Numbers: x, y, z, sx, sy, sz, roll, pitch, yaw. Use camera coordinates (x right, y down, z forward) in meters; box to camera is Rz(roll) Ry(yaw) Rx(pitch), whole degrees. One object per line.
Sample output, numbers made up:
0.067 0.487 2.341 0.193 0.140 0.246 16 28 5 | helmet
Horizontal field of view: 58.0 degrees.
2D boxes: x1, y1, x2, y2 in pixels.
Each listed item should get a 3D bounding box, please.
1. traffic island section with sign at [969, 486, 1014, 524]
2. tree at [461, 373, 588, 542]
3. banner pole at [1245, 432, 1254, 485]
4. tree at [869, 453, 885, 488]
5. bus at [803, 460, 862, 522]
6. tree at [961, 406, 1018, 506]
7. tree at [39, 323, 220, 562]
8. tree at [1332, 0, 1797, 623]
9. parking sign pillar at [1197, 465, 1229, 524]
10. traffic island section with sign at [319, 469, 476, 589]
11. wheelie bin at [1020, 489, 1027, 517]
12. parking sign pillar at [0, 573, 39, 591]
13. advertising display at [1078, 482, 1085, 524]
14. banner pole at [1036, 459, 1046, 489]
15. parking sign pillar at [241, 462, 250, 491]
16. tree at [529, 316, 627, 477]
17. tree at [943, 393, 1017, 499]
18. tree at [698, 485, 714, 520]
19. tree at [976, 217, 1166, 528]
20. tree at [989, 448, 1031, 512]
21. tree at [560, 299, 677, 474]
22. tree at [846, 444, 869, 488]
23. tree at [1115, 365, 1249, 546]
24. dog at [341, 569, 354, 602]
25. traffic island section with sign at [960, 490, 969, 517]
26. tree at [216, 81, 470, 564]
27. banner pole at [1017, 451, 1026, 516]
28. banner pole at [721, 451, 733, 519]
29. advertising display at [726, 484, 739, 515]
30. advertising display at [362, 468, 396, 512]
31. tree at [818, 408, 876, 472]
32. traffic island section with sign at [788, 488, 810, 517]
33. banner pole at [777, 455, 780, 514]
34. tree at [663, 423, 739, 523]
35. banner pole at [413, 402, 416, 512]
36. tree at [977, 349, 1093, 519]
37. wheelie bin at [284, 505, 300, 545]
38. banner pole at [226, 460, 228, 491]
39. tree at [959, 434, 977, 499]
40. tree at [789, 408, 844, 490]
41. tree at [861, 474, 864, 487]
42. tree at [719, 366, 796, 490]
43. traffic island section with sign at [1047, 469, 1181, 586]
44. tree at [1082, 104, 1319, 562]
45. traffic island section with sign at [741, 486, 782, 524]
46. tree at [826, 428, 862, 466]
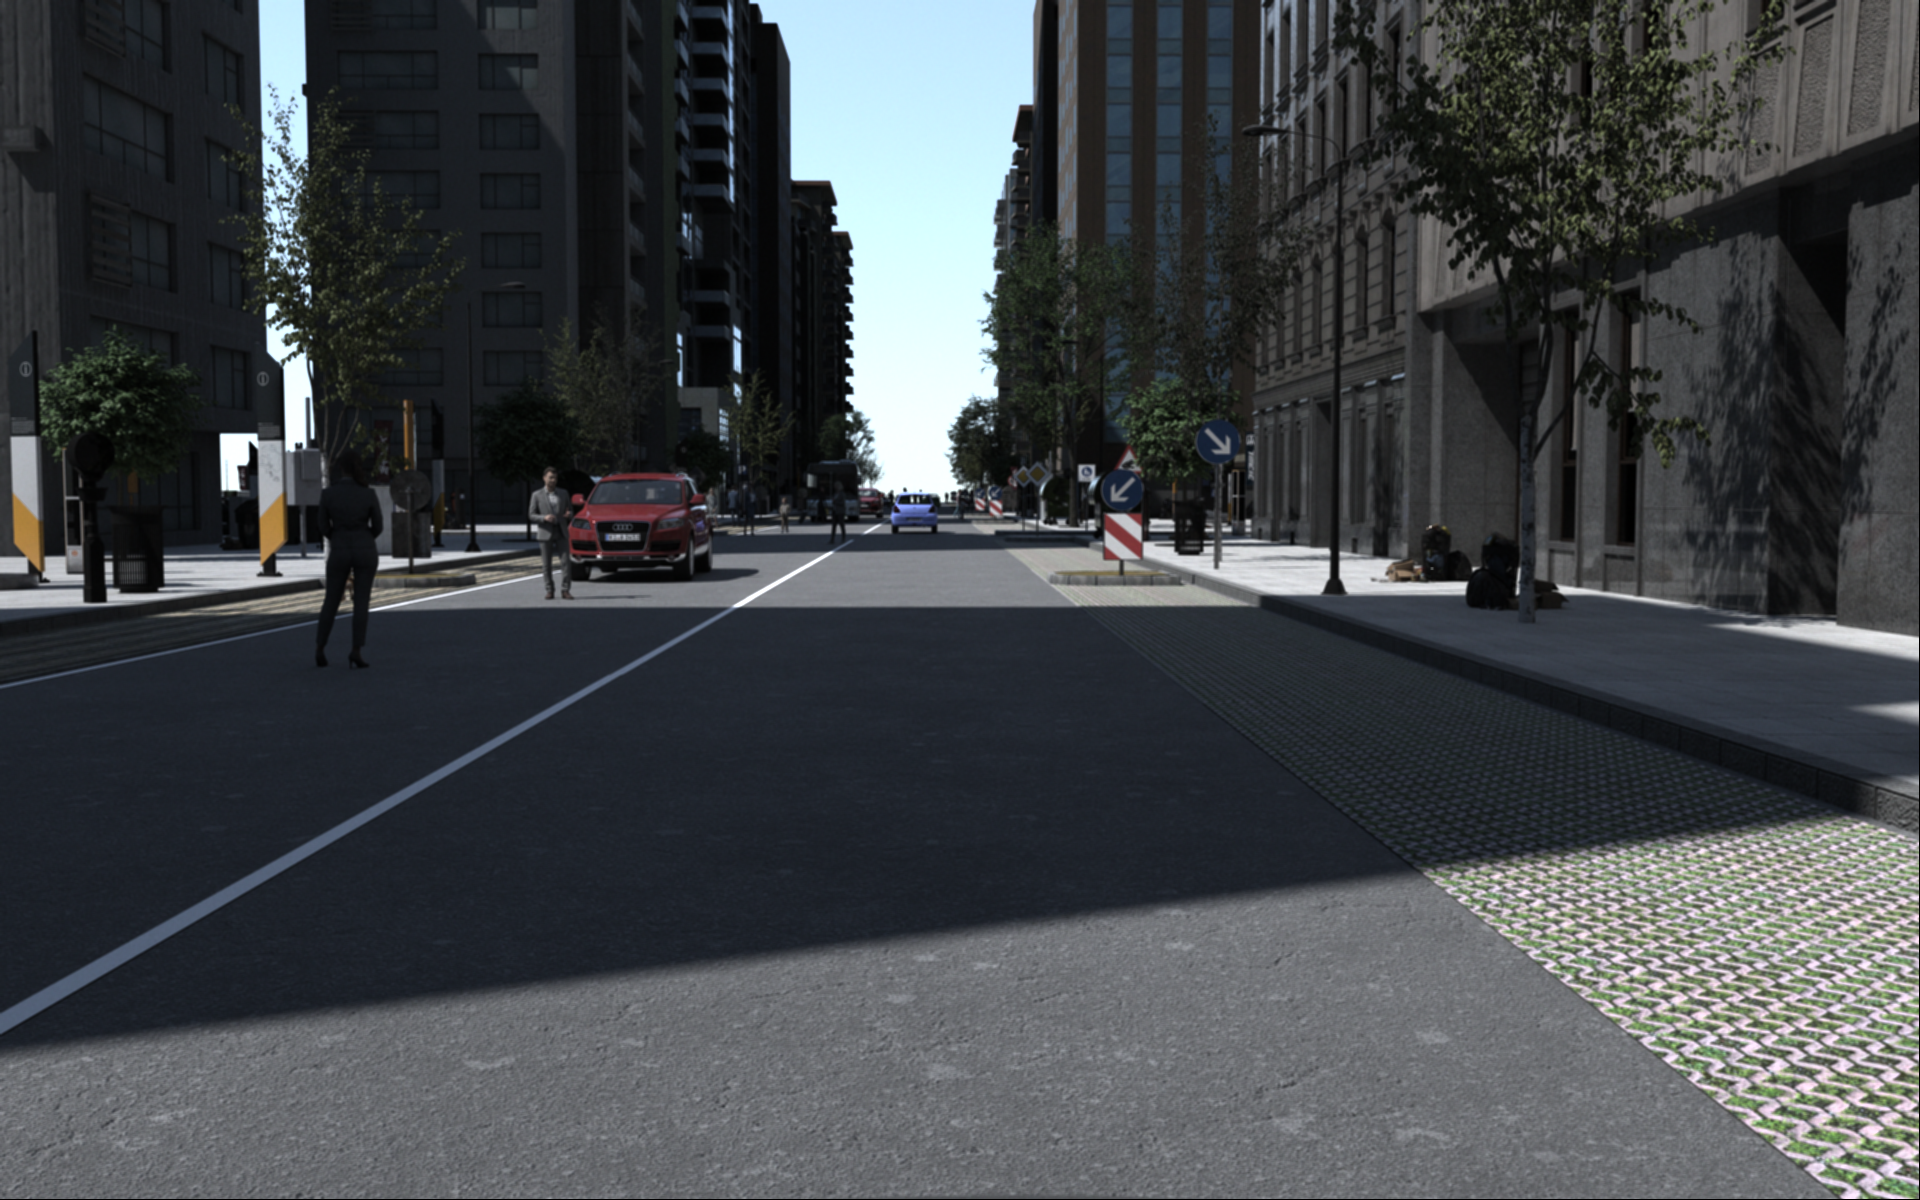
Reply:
1.571 -4.543 82.904 1.989 1.847 2.006 0 4 -1 | traffic island section with sign
-11.844 -3.877 47.103 4.285 4.588 4.351 0 3 0 | tree
10.358 -4.334 60.877 0.863 3.779 0.401 3 5 43 | banner pole
-14.520 -18.949 260.174 4.360 8.622 3.978 0 3 0 | tree
-6.628 -5.958 92.266 2.948 3.499 13.247 0 4 -3 | bus
2.938 -11.834 143.845 4.360 8.622 3.978 0 3 0 | tree
-16.121 -3.040 33.417 4.285 4.588 4.351 0 3 0 | tree
5.634 -4.065 16.826 4.737 8.622 4.395 0 3 0 | tree
11.079 -5.344 75.842 1.447 3.967 1.447 -1 4 -15 | parking sign pillar
-8.693 -1.126 27.044 1.989 1.847 2.006 0 4 -1 | traffic island section with sign
3.709 -5.412 96.400 0.693 1.594 0.980 0 4 4 | wheelie bin
-13.280 -2.131 23.315 1.447 3.967 1.447 -2 4 -26 | parking sign pillar
5.286 -4.286 75.283 0.123 1.923 0.974 1 4 13 | advertising display
5.375 -7.581 113.966 0.863 3.779 0.401 0 4 3 | banner pole
-53.684 -8.678 130.356 1.447 3.967 1.447 0 4 -2 | parking sign pillar
-15.603 -7.387 71.141 4.737 8.622 4.395 0 3 0 | tree
2.768 -19.094 218.839 9.857 13.997 8.962 0 3 0 | tree
-12.764 -5.560 85.515 1.663 3.219 1.824 0 3 0 | tree
4.207 -8.577 65.986 9.928 11.665 9.643 0 3 0 | tree
3.681 -8.535 123.256 4.285 4.588 4.351 0 3 0 | tree
-12.646 -6.982 64.513 4.360 8.622 3.978 0 3 0 | tree
-14.710 -17.310 233.375 4.360 8.622 3.978 0 3 0 | tree
5.479 -3.622 42.929 4.285 4.588 4.351 0 3 0 | tree
-8.165 -0.232 23.075 0.540 0.507 0.406 2 4 25 | dog
1.146 -6.220 110.330 1.989 1.847 2.006 0 4 -1 | traffic island section with sign
-11.401 -4.961 31.471 4.737 8.622 4.395 0 3 0 | tree
3.526 -6.715 99.799 0.863 3.779 0.401 3 5 43 | banner pole
-11.902 -6.007 88.235 0.863 3.779 0.401 1 4 18 | banner pole
-13.906 -6.155 105.847 0.123 1.923 0.974 3 5 39 | advertising display
-14.410 -2.293 42.706 0.974 1.923 0.123 0 4 5 | advertising display
-13.580 -17.273 208.169 9.928 11.665 9.643 0 3 0 | tree
-9.973 -6.211 110.171 1.989 1.847 2.006 0 4 -1 | traffic island section with sign
-11.518 -7.330 109.860 0.401 3.779 0.863 0 4 2 | banner pole
-11.604 -5.785 78.293 4.285 4.588 4.351 0 3 0 | tree
-14.827 -3.491 47.095 0.401 3.779 0.863 -1 4 -22 | banner pole
4.204 -8.359 87.031 4.737 8.622 4.395 0 3 0 | tree
-17.048 -2.178 43.521 0.980 1.594 0.693 -2 4 -35 | wheelie bin
-53.819 -8.389 127.177 0.401 3.779 0.863 -1 4 -23 | banner pole
2.118 -15.758 208.012 4.737 8.622 4.395 0 3 0 | tree
-12.866 -12.209 149.982 4.360 8.622 3.978 0 3 0 | tree
-14.089 -14.692 223.928 4.285 4.588 4.351 0 3 0 | tree
-11.819 -9.134 99.706 4.737 8.622 4.395 0 3 0 | tree
2.418 -1.172 27.794 1.989 1.847 2.006 0 4 -1 | traffic island section with sign
4.743 -5.046 32.860 4.360 8.622 3.978 0 3 0 | tree
-9.551 -4.562 83.219 1.989 1.847 2.006 0 4 -1 | traffic island section with sign
-13.114 -14.879 193.638 4.737 8.622 4.395 0 3 0 | tree
